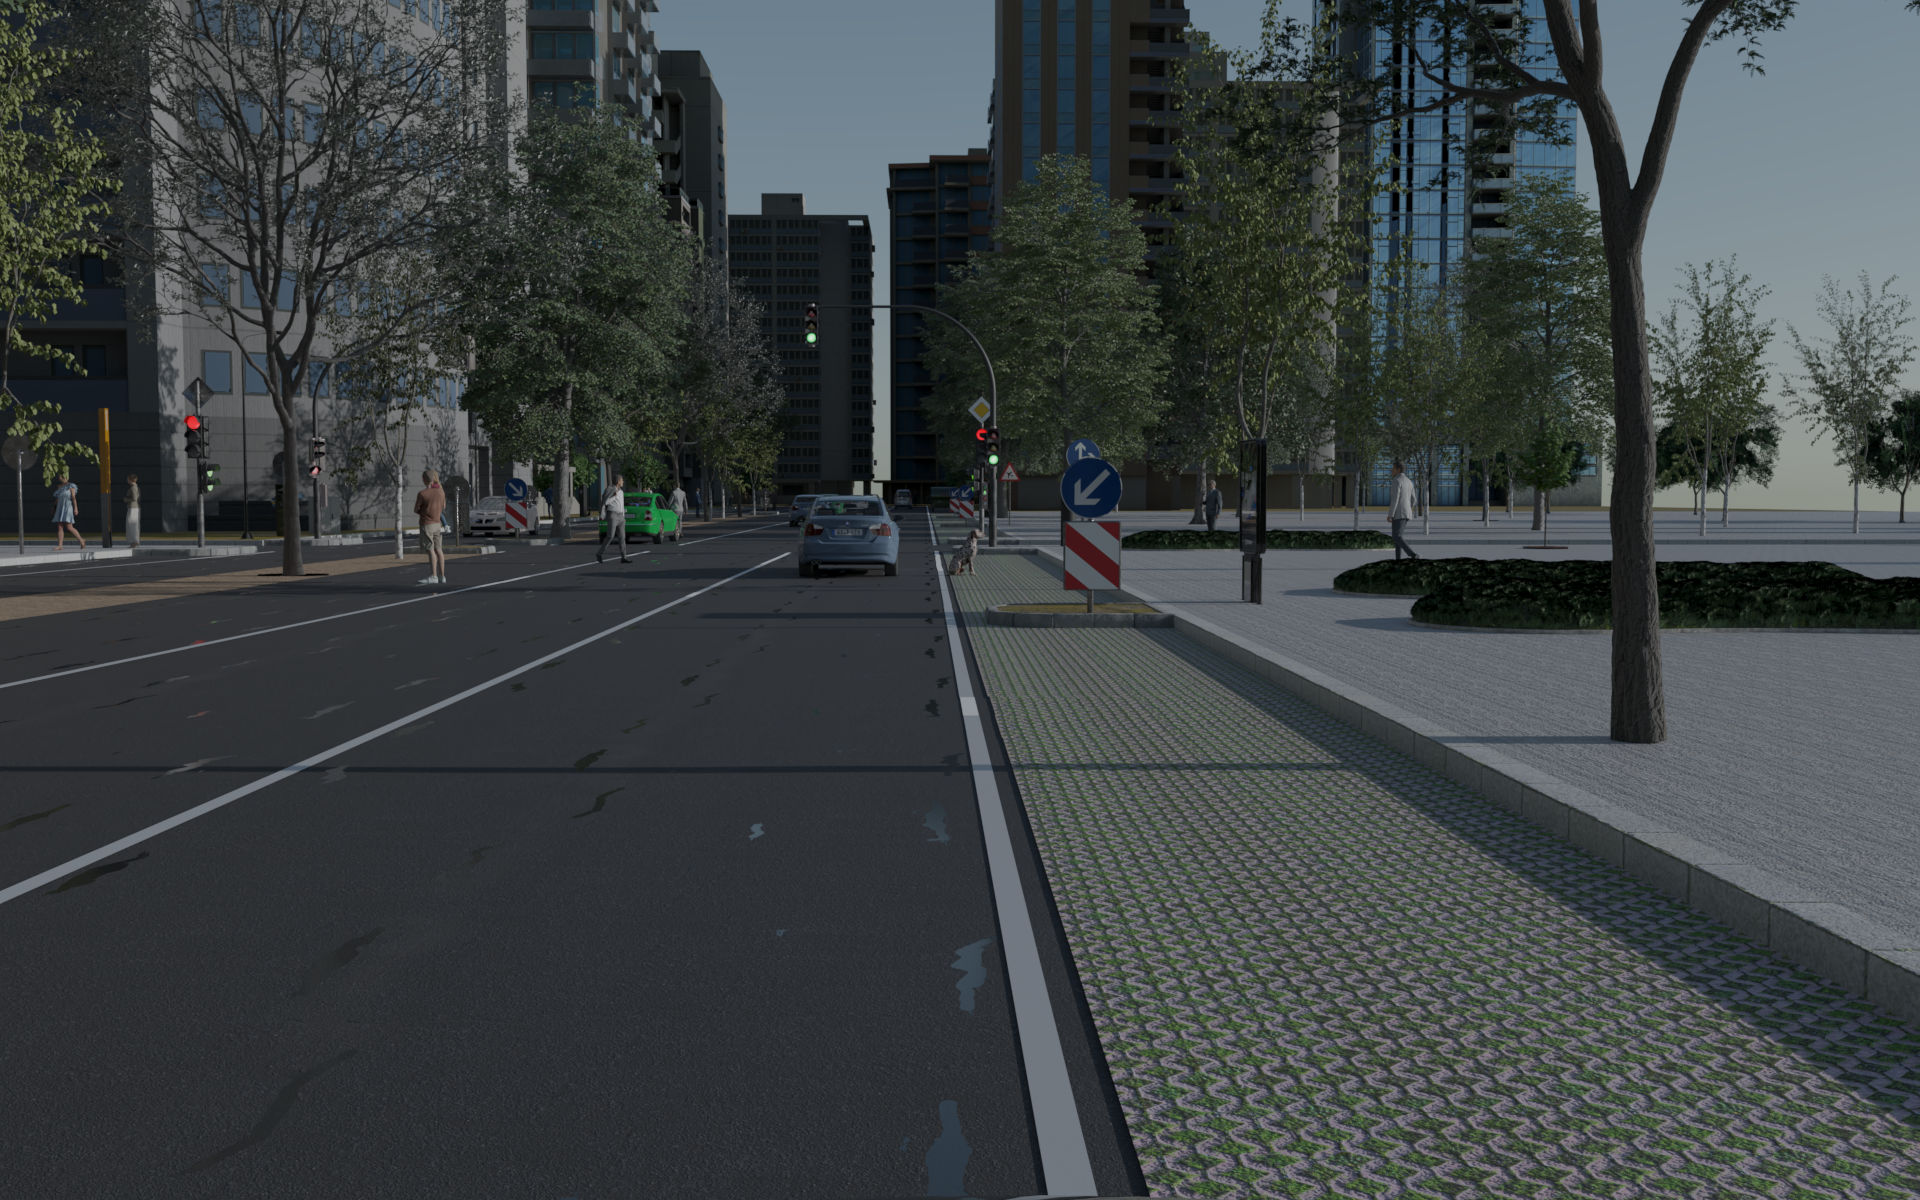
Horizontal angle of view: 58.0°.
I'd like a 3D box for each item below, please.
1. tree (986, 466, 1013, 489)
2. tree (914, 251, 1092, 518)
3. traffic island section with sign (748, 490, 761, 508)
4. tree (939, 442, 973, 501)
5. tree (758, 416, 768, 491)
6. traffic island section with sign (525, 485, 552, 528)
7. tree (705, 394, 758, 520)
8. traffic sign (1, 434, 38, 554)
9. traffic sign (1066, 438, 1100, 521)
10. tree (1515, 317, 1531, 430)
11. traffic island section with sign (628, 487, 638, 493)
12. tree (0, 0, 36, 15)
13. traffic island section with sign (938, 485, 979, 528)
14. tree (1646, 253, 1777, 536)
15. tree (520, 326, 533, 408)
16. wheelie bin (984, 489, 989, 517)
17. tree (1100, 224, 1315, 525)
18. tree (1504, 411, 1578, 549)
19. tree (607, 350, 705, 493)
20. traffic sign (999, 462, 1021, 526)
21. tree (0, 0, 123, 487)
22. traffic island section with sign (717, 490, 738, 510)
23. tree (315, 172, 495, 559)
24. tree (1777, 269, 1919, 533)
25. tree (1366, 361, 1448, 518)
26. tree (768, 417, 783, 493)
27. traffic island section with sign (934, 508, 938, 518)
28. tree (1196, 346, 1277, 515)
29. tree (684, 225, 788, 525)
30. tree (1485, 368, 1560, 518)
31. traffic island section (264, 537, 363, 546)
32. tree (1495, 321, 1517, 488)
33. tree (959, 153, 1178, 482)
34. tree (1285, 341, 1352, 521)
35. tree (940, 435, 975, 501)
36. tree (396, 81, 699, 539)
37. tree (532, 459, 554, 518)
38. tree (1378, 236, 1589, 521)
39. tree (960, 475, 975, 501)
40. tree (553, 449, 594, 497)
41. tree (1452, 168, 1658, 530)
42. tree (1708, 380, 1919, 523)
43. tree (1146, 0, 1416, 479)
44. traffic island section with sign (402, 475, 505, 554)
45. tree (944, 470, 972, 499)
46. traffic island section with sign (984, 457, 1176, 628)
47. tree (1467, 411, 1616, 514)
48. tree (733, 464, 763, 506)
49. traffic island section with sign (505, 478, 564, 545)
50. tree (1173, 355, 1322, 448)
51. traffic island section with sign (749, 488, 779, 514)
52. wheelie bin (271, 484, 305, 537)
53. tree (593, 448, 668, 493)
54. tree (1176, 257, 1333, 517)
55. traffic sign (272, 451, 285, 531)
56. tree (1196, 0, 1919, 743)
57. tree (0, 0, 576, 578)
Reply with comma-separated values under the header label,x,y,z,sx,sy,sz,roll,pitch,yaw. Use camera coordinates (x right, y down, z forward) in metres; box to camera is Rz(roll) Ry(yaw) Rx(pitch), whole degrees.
label,x,y,z,sx,sy,sz,roll,pitch,yaw
tree,2.431,-7.284,113.696,1.663,3.219,1.824,0,3,0
tree,2.344,-11.289,91.236,9.857,13.997,8.962,0,3,0
traffic island section with sign,-20.725,-10.375,178.259,1.989,1.847,2.006,0,4,-1
tree,-0.252,-14.781,192.030,4.360,8.622,3.978,0,3,0
tree,-13.742,-9.025,100.376,4.737,8.622,4.395,0,3,0
traffic island section with sign,-18.578,-4.025,74.442,1.989,1.847,2.006,0,4,-1
tree,-13.687,-8.693,94.953,4.737,8.622,4.395,0,3,0
traffic sign,-20.017,-2.249,36.875,0.768,2.556,0.104,0,3,0
traffic sign,2.827,-2.428,39.801,0.768,2.556,0.104,0,4,4
tree,20.656,-7.210,68.250,4.737,8.622,4.395,0,3,0
traffic island section with sign,-19.138,-5.674,101.392,1.989,1.847,2.006,0,4,-1
tree,-11.551,-6.277,11.748,9.857,13.997,8.962,0,3,0
traffic island section with sign,0.145,-4.032,74.545,1.989,1.847,2.006,0,4,-1
tree,22.622,-6.280,53.034,4.737,8.622,4.395,0,3,0
tree,-12.842,-7.768,63.884,8.767,10.594,7.601,0,4,-1
wheelie bin,1.665,-5.394,96.099,0.693,1.594,0.980,1,4,14
tree,10.283,-9.528,72.793,9.611,12.733,9.660,0,3,0
tree,13.633,-2.818,40.676,1.663,3.219,1.824,0,3,0
tree,-13.022,-7.189,70.360,4.737,8.622,4.395,0,3,0
traffic sign,2.018,-4.305,70.397,0.884,2.594,0.081,0,4,2
tree,-11.579,-4.101,19.872,4.737,8.622,4.395,0,3,0
traffic island section with sign,-20.177,-8.727,151.309,1.989,1.847,2.006,0,4,-1
tree,-12.331,-5.209,37.982,4.360,8.622,3.978,0,3,0
tree,28.953,-6.474,56.206,4.360,8.622,3.978,0,3,0
tree,24.032,-8.654,91.850,4.360,8.622,3.978,0,3,0
tree,-13.709,-9.933,115.230,4.737,8.622,4.395,0,3,0
traffic island section with sign,-0.414,-5.706,101.916,1.989,1.847,2.006,0,4,-1
tree,16.870,-10.942,104.651,9.928,11.665,9.643,0,3,0
tree,-12.941,-10.143,78.672,12.009,13.543,11.850,0,3,0
tree,29.422,-8.652,91.816,4.360,8.622,3.978,0,3,0
traffic island section,-18.395,-1.669,49.565,2.009,0.180,2.903,0,4,-1
tree,14.561,-6.319,53.676,4.737,8.622,4.395,0,3,0
tree,3.306,-8.595,58.655,7.486,12.596,7.792,0,3,0
tree,16.524,-8.117,83.079,4.360,8.622,3.978,0,3,0
tree,0.150,-13.098,164.508,4.737,8.622,4.395,0,3,0
tree,-12.687,-8.899,54.615,9.857,13.997,8.962,0,3,0
tree,-22.314,-5.998,92.662,1.663,3.219,1.824,0,3,0
tree,25.047,-10.519,82.362,12.009,13.543,11.850,0,3,0
tree,0.909,-10.131,160.240,1.663,3.219,1.824,0,3,0
tree,-27.240,-8.459,122.025,4.285,4.588,4.351,0,3,0
tree,20.837,-8.737,60.985,7.486,12.596,7.792,0,3,0
tree,43.970,-7.172,80.169,20.602,7.101,11.467,0,4,-4
tree,4.570,-4.611,25.749,4.737,8.622,4.395,0,3,0
traffic island section with sign,-12.347,-2.067,41.936,2.006,1.907,1.989,0,4,-1
tree,-0.224,-13.044,196.982,4.285,4.588,4.351,0,3,0
traffic island section with sign,1.286,-0.654,19.321,1.989,1.847,2.006,0,4,-1
tree,41.815,-9.201,113.344,20.602,7.101,11.467,3,5,40
tree,-23.328,-12.733,191.899,4.285,4.588,4.351,0,3,0
traffic island section with sign,-12.490,-2.520,49.342,2.006,1.907,1.989,0,4,-1
tree,19.268,-12.544,115.458,12.009,13.543,11.850,0,3,0
traffic island section with sign,-14.049,-7.115,124.464,2.006,1.907,1.989,0,4,-1
wheelie bin,-20.351,-2.725,52.469,0.980,1.594,0.693,-1,4,-17
tree,-21.899,-8.278,119.056,4.285,4.588,4.351,0,3,0
tree,15.452,-11.512,94.875,9.857,13.997,8.962,0,3,0
traffic sign,-20.121,-3.149,51.591,0.768,2.556,0.104,0,4,7
tree,3.700,-4.563,9.018,8.767,10.594,7.601,2,4,24
tree,-11.567,-7.141,29.577,12.009,13.543,11.850,0,3,0
